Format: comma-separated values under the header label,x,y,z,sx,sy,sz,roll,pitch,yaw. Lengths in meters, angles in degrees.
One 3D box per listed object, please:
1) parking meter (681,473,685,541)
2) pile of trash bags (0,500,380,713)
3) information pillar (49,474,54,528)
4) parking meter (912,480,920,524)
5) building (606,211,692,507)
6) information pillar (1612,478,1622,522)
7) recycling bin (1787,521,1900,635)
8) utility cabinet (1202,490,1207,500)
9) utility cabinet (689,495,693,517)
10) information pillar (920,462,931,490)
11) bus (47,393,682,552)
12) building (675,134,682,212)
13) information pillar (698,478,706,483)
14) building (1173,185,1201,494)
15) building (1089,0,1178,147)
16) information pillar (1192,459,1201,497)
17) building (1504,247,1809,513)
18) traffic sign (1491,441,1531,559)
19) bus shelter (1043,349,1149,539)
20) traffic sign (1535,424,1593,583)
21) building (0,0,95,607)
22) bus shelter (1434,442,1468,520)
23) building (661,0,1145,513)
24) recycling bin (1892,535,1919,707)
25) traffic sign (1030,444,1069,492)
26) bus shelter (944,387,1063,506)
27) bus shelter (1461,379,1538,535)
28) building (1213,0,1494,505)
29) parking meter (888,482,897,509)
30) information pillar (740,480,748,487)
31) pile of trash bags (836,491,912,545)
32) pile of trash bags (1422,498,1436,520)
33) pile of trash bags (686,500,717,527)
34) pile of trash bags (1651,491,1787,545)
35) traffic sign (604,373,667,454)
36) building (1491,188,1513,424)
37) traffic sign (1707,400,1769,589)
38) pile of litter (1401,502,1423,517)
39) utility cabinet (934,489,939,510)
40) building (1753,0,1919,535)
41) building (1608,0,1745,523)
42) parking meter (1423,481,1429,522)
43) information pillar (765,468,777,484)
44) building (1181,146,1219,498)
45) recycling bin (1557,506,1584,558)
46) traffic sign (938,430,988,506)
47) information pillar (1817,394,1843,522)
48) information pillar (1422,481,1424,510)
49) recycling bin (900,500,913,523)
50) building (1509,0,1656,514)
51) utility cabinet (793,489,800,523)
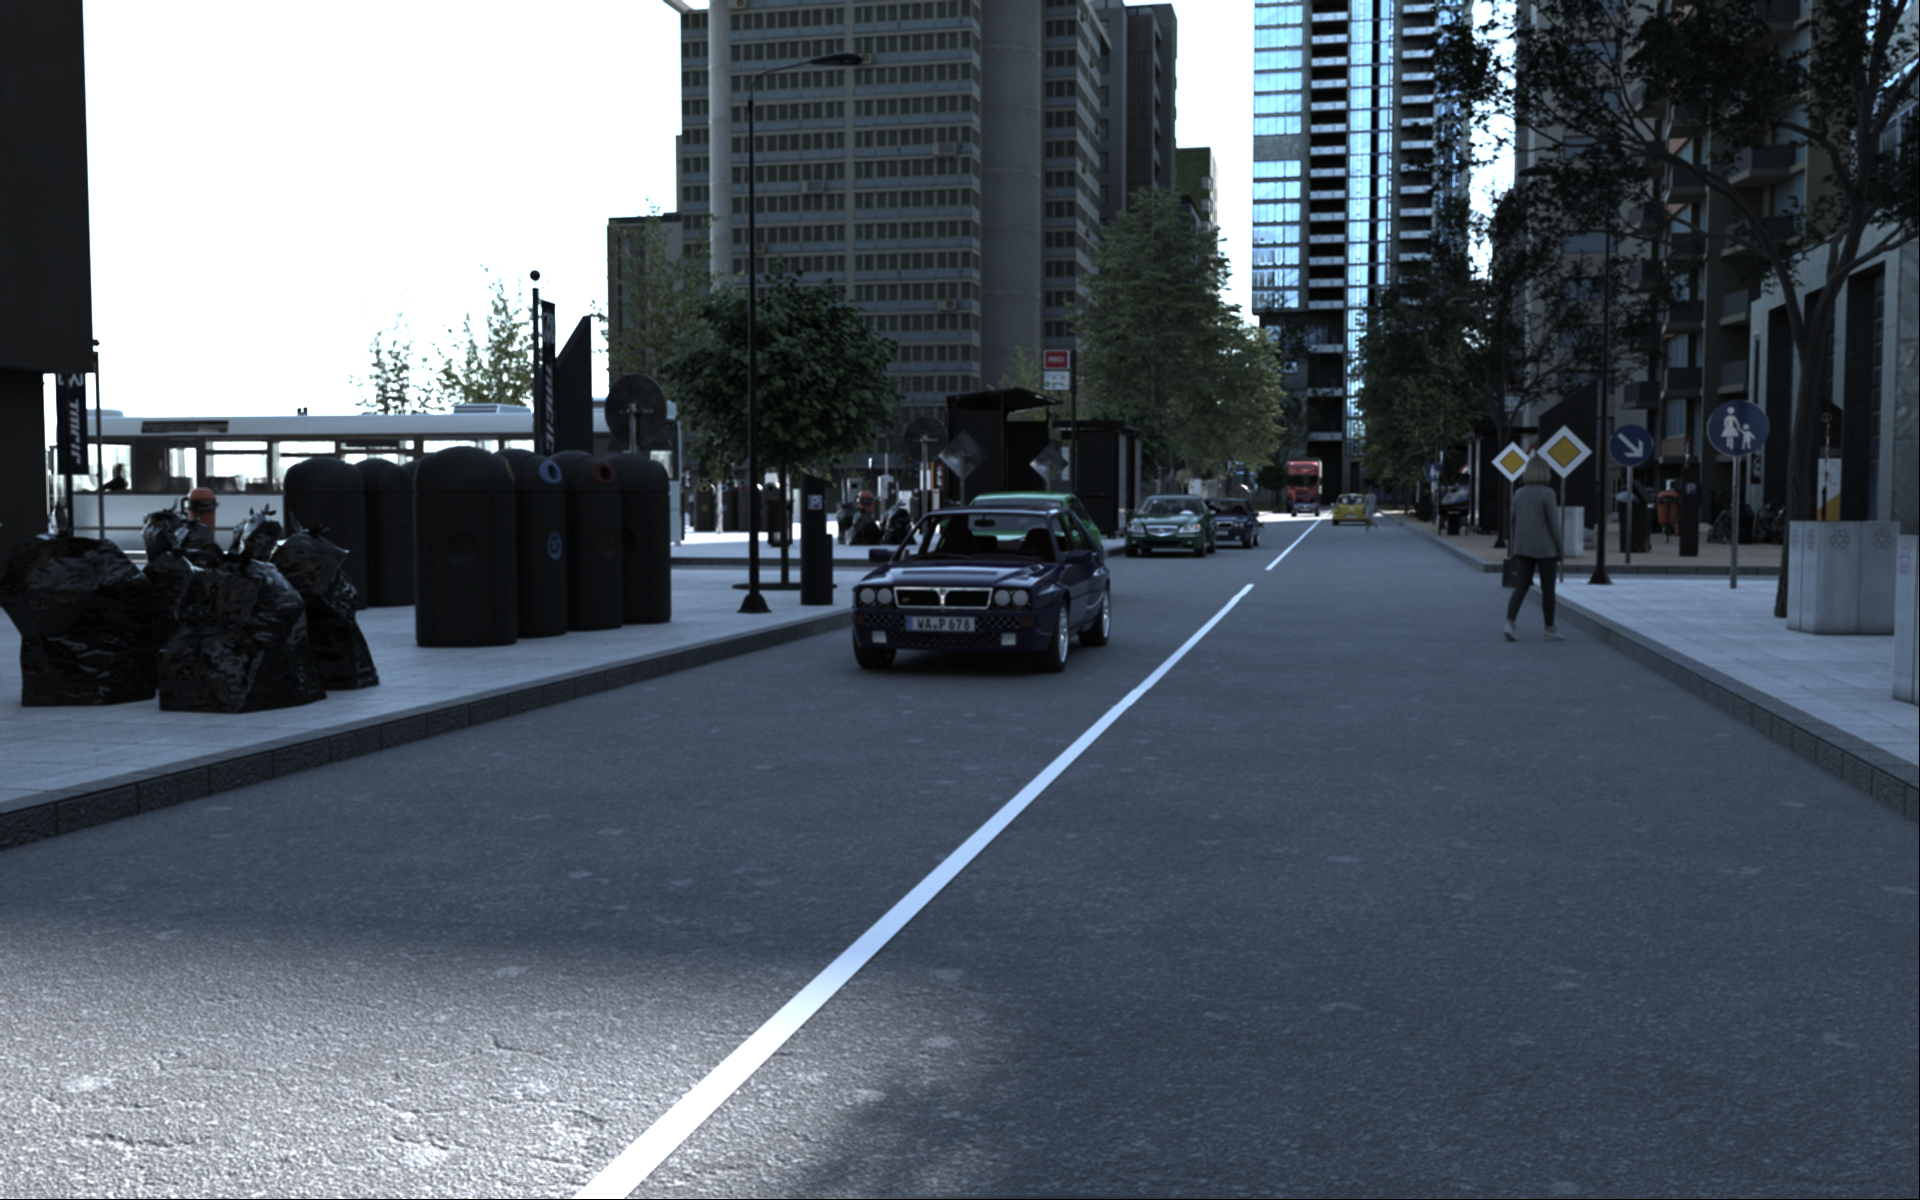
label,x,y,z,sx,sy,sz,roll,pitch,yaw
parking meter,-7.729,-2.573,47.776,0.255,1.863,0.399,-1,4,-10
pile of trash bags,-5.526,-0.096,11.317,3.447,1.369,1.912,1,4,17
information pillar,-33.821,-3.687,64.778,0.304,2.012,0.304,3,4,37
parking meter,-1.776,-4.049,71.905,0.399,1.863,0.255,2,4,25
building,-27.534,-25.019,180.758,14.107,30.474,14.160,1,4,13
information pillar,29.698,-4.513,78.272,0.304,2.012,0.304,0,4,-8
recycling bin,8.174,-0.214,16.051,0.722,1.027,0.722,0,4,4
utility cabinet,14.891,-5.921,105.490,0.318,1.500,1.173,1,4,12
utility cabinet,-14.487,-5.185,95.929,1.020,1.237,0.306,0,4,1
information pillar,-1.175,-4.175,59.624,0.183,3.616,0.504,-3,5,-40
bus,-12.308,-2.434,34.657,13.247,3.499,2.948,1,4,11
building,-22.175,-36.498,220.446,21.600,48.544,21.300,1,4,13
information pillar,-11.805,-4.589,79.523,0.304,2.012,0.304,1,4,14
building,16.369,-24.412,170.842,14.107,30.474,14.160,1,4,13
building,9.948,-28.007,141.506,14.154,41.232,14.086,1,4,13
information pillar,12.842,-6.270,93.863,0.504,3.616,0.183,0,4,-3
building,58.237,-51.265,150.857,22.319,86.520,31.000,1,4,13
traffic sign,10.461,-1.786,32.844,0.795,2.450,0.064,1,4,13
bus shelter,3.946,-4.459,50.535,2.179,5.291,8.768,1,4,13
traffic sign,8.717,-1.309,25.051,0.795,2.450,0.064,1,4,13
building,-18.651,-22.260,14.054,14.200,45.320,14.600,1,4,13
bus shelter,23.320,-5.527,81.643,1.731,3.624,6.357,1,4,13
building,-2.996,-26.471,124.687,32.217,40.220,23.993,1,4,13
recycling bin,6.161,0.127,10.472,0.722,1.027,0.722,0,4,8
traffic sign,1.785,-1.906,34.798,0.795,2.450,0.064,1,4,13
bus shelter,1.118,-3.060,41.313,1.731,3.624,6.357,1,4,13
bus shelter,18.061,-4.926,58.168,2.179,5.291,8.768,1,4,13
building,46.682,-54.551,204.573,31.000,86.520,22.319,1,4,13
parking meter,-3.258,-4.756,83.471,0.399,1.863,0.255,-2,4,-27
information pillar,-11.262,-5.250,90.328,0.304,2.012,0.304,1,4,20
pile of trash bags,-2.276,-2.147,44.858,1.912,1.369,3.447,-1,4,-11
pile of trash bags,24.375,-4.741,87.275,1.912,1.369,3.447,2,4,25
pile of trash bags,-10.264,-3.611,68.790,3.447,1.369,1.912,2,4,30
pile of trash bags,19.896,-2.154,44.963,3.447,1.369,1.912,1,4,20
traffic sign,-3.443,-1.114,18.320,0.768,2.556,0.104,1,4,22
building,75.659,-31.400,205.274,23.993,40.220,32.217,1,4,13
traffic sign,10.514,-1.429,23.466,0.768,2.556,0.104,1,4,21
pile of litter,25.286,-5.018,96.009,1.719,0.858,1.176,1,4,12
utility cabinet,-0.702,-4.031,74.580,1.173,1.500,0.318,-1,4,-21
building,37.988,-44.664,42.924,31.000,86.520,22.319,1,4,13
building,44.183,-26.129,81.831,22.147,44.769,28.867,1,4,13
parking meter,21.412,-4.517,79.570,0.255,1.863,0.399,1,4,19
information pillar,-7.322,-4.644,67.285,0.504,3.616,0.183,0,4,7
building,23.537,-32.066,207.868,14.086,41.232,14.154,1,4,13
recycling bin,12.173,-1.374,35.019,0.722,1.027,0.722,2,4,31
traffic sign,0.041,-1.429,27.005,0.795,2.450,0.064,1,4,13
information pillar,20.178,-2.989,40.220,0.504,3.616,0.183,2,4,28
information pillar,26.208,-5.714,97.920,0.304,2.012,0.304,0,4,5
recycling bin,-2.365,-4.017,78.238,0.722,1.027,0.722,0,4,-2
building,50.350,-35.520,122.759,21.231,58.520,28.212,1,4,13
utility cabinet,-7.111,-4.156,76.626,0.318,1.500,1.173,-1,4,-16
